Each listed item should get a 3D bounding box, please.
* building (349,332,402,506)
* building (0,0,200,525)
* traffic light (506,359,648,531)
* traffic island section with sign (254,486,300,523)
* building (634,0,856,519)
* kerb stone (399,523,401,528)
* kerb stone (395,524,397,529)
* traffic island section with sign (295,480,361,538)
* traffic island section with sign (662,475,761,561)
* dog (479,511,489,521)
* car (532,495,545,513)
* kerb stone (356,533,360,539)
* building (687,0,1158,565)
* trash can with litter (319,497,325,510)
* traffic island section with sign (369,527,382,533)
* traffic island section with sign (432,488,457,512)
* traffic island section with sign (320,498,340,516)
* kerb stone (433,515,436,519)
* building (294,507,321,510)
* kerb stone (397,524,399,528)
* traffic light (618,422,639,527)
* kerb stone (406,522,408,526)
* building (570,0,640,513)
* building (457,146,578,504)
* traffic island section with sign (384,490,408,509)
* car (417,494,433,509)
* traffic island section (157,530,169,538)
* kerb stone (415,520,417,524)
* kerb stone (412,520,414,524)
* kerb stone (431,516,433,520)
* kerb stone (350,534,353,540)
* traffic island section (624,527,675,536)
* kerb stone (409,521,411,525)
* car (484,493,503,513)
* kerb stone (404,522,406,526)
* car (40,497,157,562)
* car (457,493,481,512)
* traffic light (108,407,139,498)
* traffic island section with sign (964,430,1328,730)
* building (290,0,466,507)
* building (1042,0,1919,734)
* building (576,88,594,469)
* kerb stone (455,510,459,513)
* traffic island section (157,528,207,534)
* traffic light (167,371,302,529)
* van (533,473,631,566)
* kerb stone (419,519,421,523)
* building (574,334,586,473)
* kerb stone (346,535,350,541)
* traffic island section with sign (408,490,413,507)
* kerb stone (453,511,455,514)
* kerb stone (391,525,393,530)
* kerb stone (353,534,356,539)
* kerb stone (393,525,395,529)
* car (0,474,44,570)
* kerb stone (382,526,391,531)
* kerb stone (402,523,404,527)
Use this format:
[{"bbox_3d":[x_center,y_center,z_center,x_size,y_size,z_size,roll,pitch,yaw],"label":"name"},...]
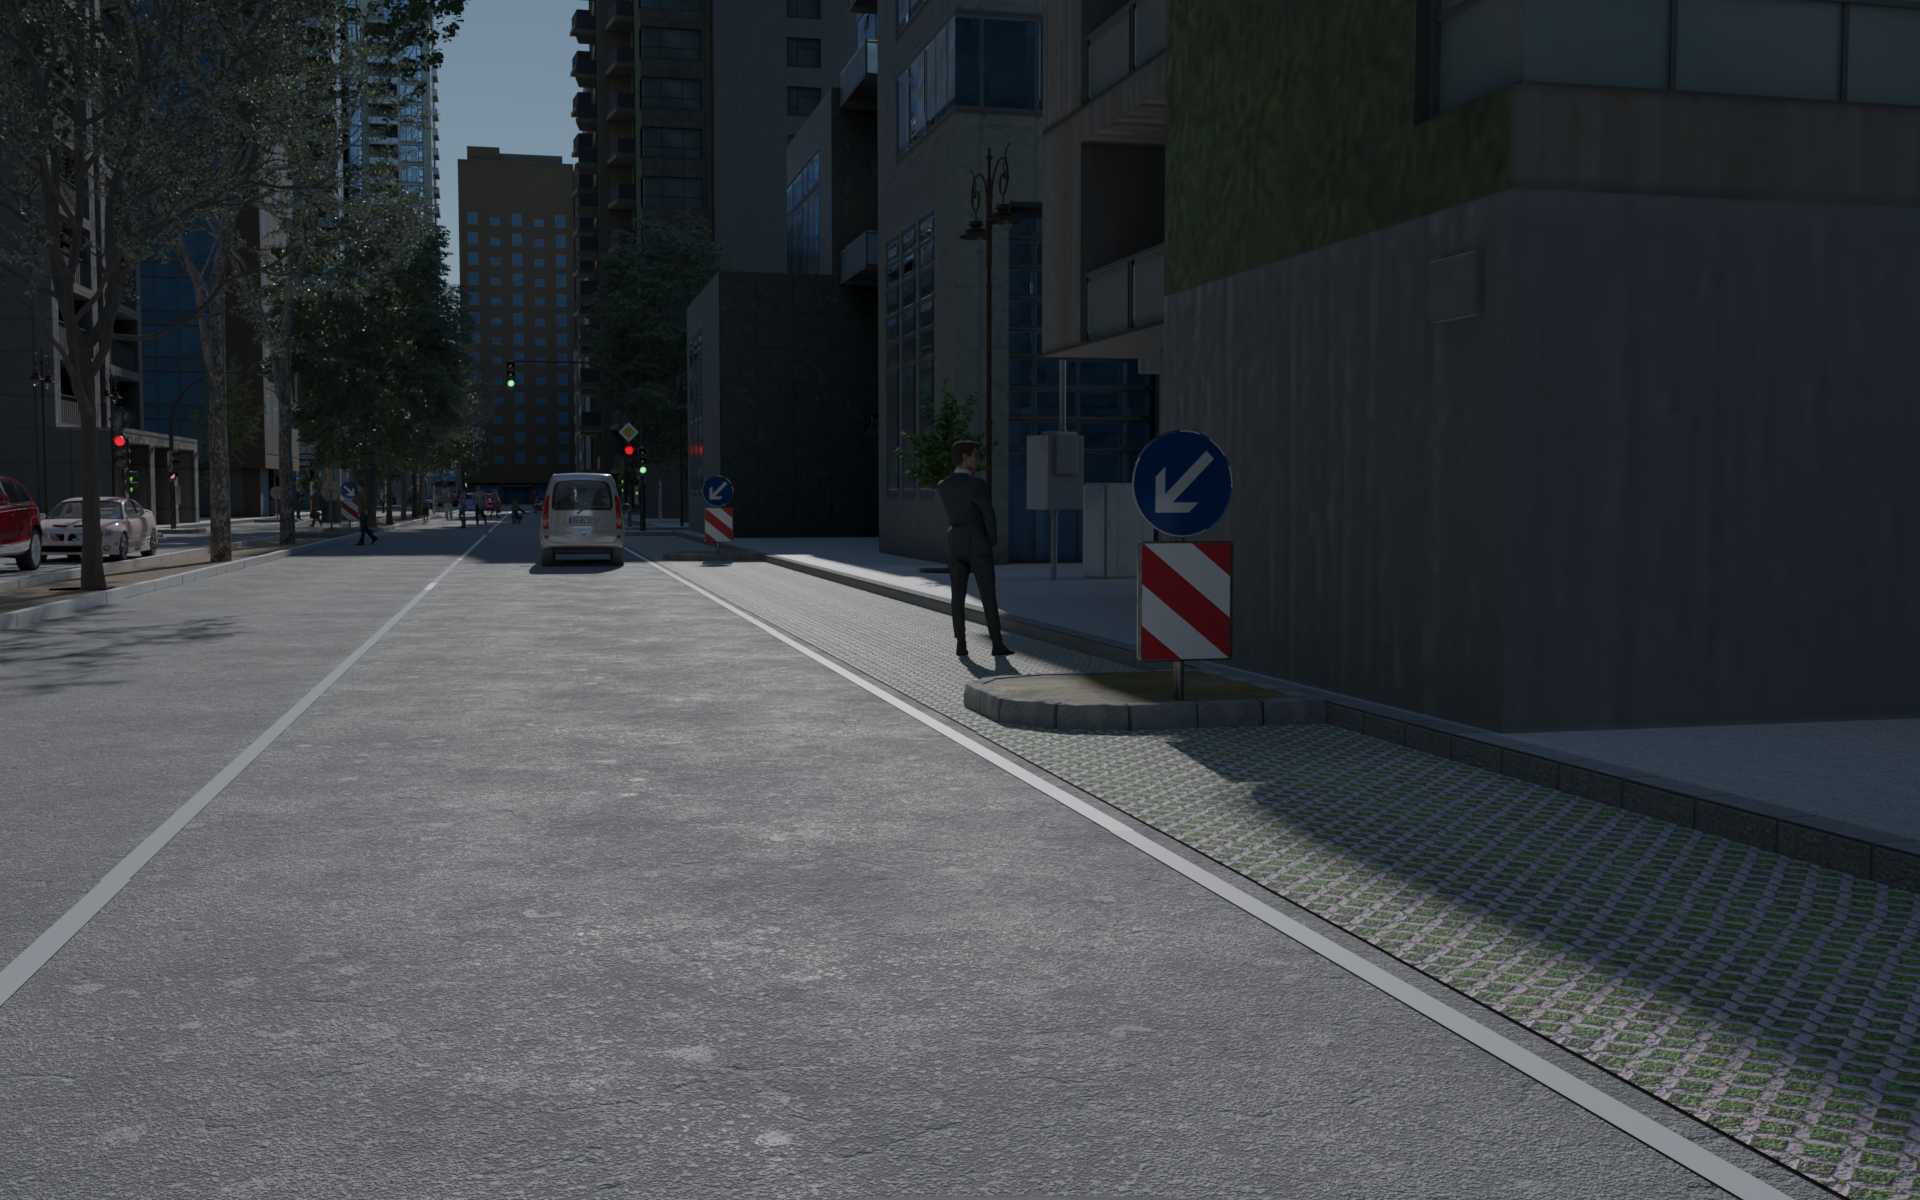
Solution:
[{"bbox_3d":[-78.347,-21.271,192.826,28.899,21.520,27.650,-1,4,-14],"label":"building"},{"bbox_3d":[-43.113,-38.584,69.109,20.563,71.187,20.611,-1,4,-14],"label":"building"},{"bbox_3d":[-13.006,-5.167,59.149,4.771,5.953,1.251,-1,4,-14],"label":"traffic light"},{"bbox_3d":[-34.597,-4.840,87.766,1.989,1.847,2.006,-1,4,-14],"label":"traffic island section with sign"},{"bbox_3d":[-11.191,-19.925,97.481,14.160,30.474,14.107,-1,4,-14],"label":"building"},{"bbox_3d":[-23.586,-3.070,72.415,0.120,0.150,1.000,-1,4,-14],"label":"kerb stone"},{"bbox_3d":[-23.088,-2.950,70.432,0.120,0.150,1.000,-1,4,-14],"label":"kerb stone"},{"bbox_3d":[-21.015,-3.030,57.671,2.006,1.907,1.989,-1,4,-14],"label":"traffic island section with sign"},{"bbox_3d":[-5.461,-1.782,37.770,1.989,1.847,2.006,-1,4,-14],"label":"traffic island section with sign"},{"bbox_3d":[-25.824,-4.555,93.768,0.406,0.507,0.540,1,4,10],"label":"dog"},{"bbox_3d":[-31.053,-7.164,129.714,1.945,1.354,3.894,-1,4,-14],"label":"car"},{"bbox_3d":[-19.263,-2.006,55.012,0.120,0.150,1.000,-1,4,-14],"label":"kerb stone"},{"bbox_3d":[5.074,-44.828,45.608,22.319,86.520,31.000,-1,4,-14],"label":"building"},{"bbox_3d":[-49.673,-7.529,134.490,1.055,1.170,0.624,-2,4,-26],"label":"trash can with litter"},{"bbox_3d":[-22.792,-3.470,64.863,2.006,1.907,1.989,-1,4,-14],"label":"traffic island section with sign"},{"bbox_3d":[-40.920,-7.930,137.790,2.006,1.907,1.989,-1,4,-14],"label":"traffic island section with sign"},{"bbox_3d":[-41.155,-6.456,114.176,1.989,1.847,2.006,-1,4,-14],"label":"traffic island section with sign"},{"bbox_3d":[-30.283,-4.718,99.342,0.120,0.150,1.000,-1,4,-14],"label":"kerb stone"},{"bbox_3d":[-63.527,-51.007,146.630,22.319,86.520,31.000,-1,4,-14],"label":"building"},{"bbox_3d":[-23.346,-3.011,71.421,0.120,0.150,1.000,-1,4,-14],"label":"kerb stone"},{"bbox_3d":[-12.922,-4.809,67.540,0.839,4.253,0.868,-1,4,-14],"label":"traffic light"},{"bbox_3d":[-24.582,-3.316,76.412,0.120,0.150,1.000,-1,4,-14],"label":"kerb stone"},{"bbox_3d":[-17.304,-28.984,128.514,22.147,44.769,28.867,-1,4,-14],"label":"building"},{"bbox_3d":[-57.863,-35.289,227.085,14.200,45.320,14.600,-1,4,-14],"label":"building"},{"bbox_3d":[-53.166,-9.414,162.544,1.989,1.847,2.006,-1,4,-14],"label":"traffic island section with sign"},{"bbox_3d":[-50.048,-9.313,162.059,2.009,1.686,4.222,-1,4,-14],"label":"car"},{"bbox_3d":[-27.011,-2.059,55.944,2.009,0.180,2.903,-1,4,-14],"label":"traffic island section"},{"bbox_3d":[-26.072,-3.682,82.401,0.120,0.150,1.000,-1,4,-14],"label":"kerb stone"},{"bbox_3d":[-25.574,-3.560,80.394,0.120,0.150,1.000,-1,4,-14],"label":"kerb stone"},{"bbox_3d":[-29.533,-4.536,96.352,0.120,0.150,1.000,-1,4,-14],"label":"kerb stone"},{"bbox_3d":[-18.768,-1.885,53.016,0.120,0.150,1.000,-1,4,-14],"label":"kerb stone"},{"bbox_3d":[-10.955,-2.302,59.914,2.009,0.180,2.903,-1,4,-14],"label":"traffic island section"},{"bbox_3d":[-25.080,-3.438,78.407,0.120,0.150,1.000,-1,4,-14],"label":"kerb stone"},{"bbox_3d":[-36.105,-7.566,132.745,2.155,1.783,4.494,-1,4,-15],"label":"car"},{"bbox_3d":[-24.335,-3.252,75.413,0.120,0.150,1.000,-1,4,-14],"label":"kerb stone"},{"bbox_3d":[-19.091,-1.583,38.240,2.083,1.381,4.827,-1,4,-13],"label":"car"},{"bbox_3d":[-34.628,-6.920,122.728,1.945,1.707,3.694,-1,4,-15],"label":"car"},{"bbox_3d":[-26.970,-4.092,55.820,0.839,4.253,0.868,-1,4,-14],"label":"traffic light"},{"bbox_3d":[1.092,-0.171,11.422,1.989,1.847,2.006,-1,4,-14],"label":"traffic island section with sign"},{"bbox_3d":[-80.953,-55.751,224.204,31.000,86.520,22.319,-1,4,-14],"label":"building"},{"bbox_3d":[8.062,-20.350,16.321,14.154,41.232,14.086,-1,4,-14],"label":"building"},{"bbox_3d":[-32.021,-32.475,181.084,14.600,45.320,14.200,-1,4,-14],"label":"building"},{"bbox_3d":[-38.684,-6.782,133.188,0.120,0.150,1.000,-1,4,-14],"label":"kerb stone"},{"bbox_3d":[-28.937,-2.533,63.695,2.009,0.180,2.903,-1,4,-14],"label":"traffic island section"},{"bbox_3d":[-26.886,-5.470,64.105,4.771,5.953,1.251,-1,4,-14],"label":"traffic light"},{"bbox_3d":[-7.846,-1.772,35.989,2.013,2.044,4.112,-1,4,-12],"label":"van"},{"bbox_3d":[-26.817,-3.865,85.388,0.120,0.150,1.000,-1,4,-14],"label":"kerb stone"},{"bbox_3d":[-30.956,-21.973,204.293,27.650,21.520,28.899,-1,4,-14],"label":"building"},{"bbox_3d":[-18.522,-1.820,52.018,0.120,0.150,1.000,-1,4,-14],"label":"kerb stone"},{"bbox_3d":[-59.677,-11.014,188.704,1.989,1.847,2.006,-1,4,-14],"label":"traffic island section with sign"},{"bbox_3d":[-36.463,-6.239,124.239,0.120,0.150,1.000,-1,4,-14],"label":"kerb stone"},{"bbox_3d":[-22.602,-2.829,68.443,0.120,0.150,1.000,-1,4,-14],"label":"kerb stone"},{"bbox_3d":[-19.021,-1.946,54.012,0.120,0.150,1.000,-1,4,-14],"label":"kerb stone"},{"bbox_3d":[-22.850,-2.887,69.435,0.120,0.150,1.000,-1,4,-14],"label":"kerb stone"},{"bbox_3d":[-18.055,-1.364,30.974,2.281,1.827,5.304,-1,4,-13],"label":"car"},{"bbox_3d":[-22.360,-2.765,67.450,0.120,0.150,1.000,-1,4,-14],"label":"kerb stone"},{"bbox_3d":[-24.087,-3.191,74.414,0.120,0.150,1.000,-1,4,-14],"label":"kerb stone"}]
